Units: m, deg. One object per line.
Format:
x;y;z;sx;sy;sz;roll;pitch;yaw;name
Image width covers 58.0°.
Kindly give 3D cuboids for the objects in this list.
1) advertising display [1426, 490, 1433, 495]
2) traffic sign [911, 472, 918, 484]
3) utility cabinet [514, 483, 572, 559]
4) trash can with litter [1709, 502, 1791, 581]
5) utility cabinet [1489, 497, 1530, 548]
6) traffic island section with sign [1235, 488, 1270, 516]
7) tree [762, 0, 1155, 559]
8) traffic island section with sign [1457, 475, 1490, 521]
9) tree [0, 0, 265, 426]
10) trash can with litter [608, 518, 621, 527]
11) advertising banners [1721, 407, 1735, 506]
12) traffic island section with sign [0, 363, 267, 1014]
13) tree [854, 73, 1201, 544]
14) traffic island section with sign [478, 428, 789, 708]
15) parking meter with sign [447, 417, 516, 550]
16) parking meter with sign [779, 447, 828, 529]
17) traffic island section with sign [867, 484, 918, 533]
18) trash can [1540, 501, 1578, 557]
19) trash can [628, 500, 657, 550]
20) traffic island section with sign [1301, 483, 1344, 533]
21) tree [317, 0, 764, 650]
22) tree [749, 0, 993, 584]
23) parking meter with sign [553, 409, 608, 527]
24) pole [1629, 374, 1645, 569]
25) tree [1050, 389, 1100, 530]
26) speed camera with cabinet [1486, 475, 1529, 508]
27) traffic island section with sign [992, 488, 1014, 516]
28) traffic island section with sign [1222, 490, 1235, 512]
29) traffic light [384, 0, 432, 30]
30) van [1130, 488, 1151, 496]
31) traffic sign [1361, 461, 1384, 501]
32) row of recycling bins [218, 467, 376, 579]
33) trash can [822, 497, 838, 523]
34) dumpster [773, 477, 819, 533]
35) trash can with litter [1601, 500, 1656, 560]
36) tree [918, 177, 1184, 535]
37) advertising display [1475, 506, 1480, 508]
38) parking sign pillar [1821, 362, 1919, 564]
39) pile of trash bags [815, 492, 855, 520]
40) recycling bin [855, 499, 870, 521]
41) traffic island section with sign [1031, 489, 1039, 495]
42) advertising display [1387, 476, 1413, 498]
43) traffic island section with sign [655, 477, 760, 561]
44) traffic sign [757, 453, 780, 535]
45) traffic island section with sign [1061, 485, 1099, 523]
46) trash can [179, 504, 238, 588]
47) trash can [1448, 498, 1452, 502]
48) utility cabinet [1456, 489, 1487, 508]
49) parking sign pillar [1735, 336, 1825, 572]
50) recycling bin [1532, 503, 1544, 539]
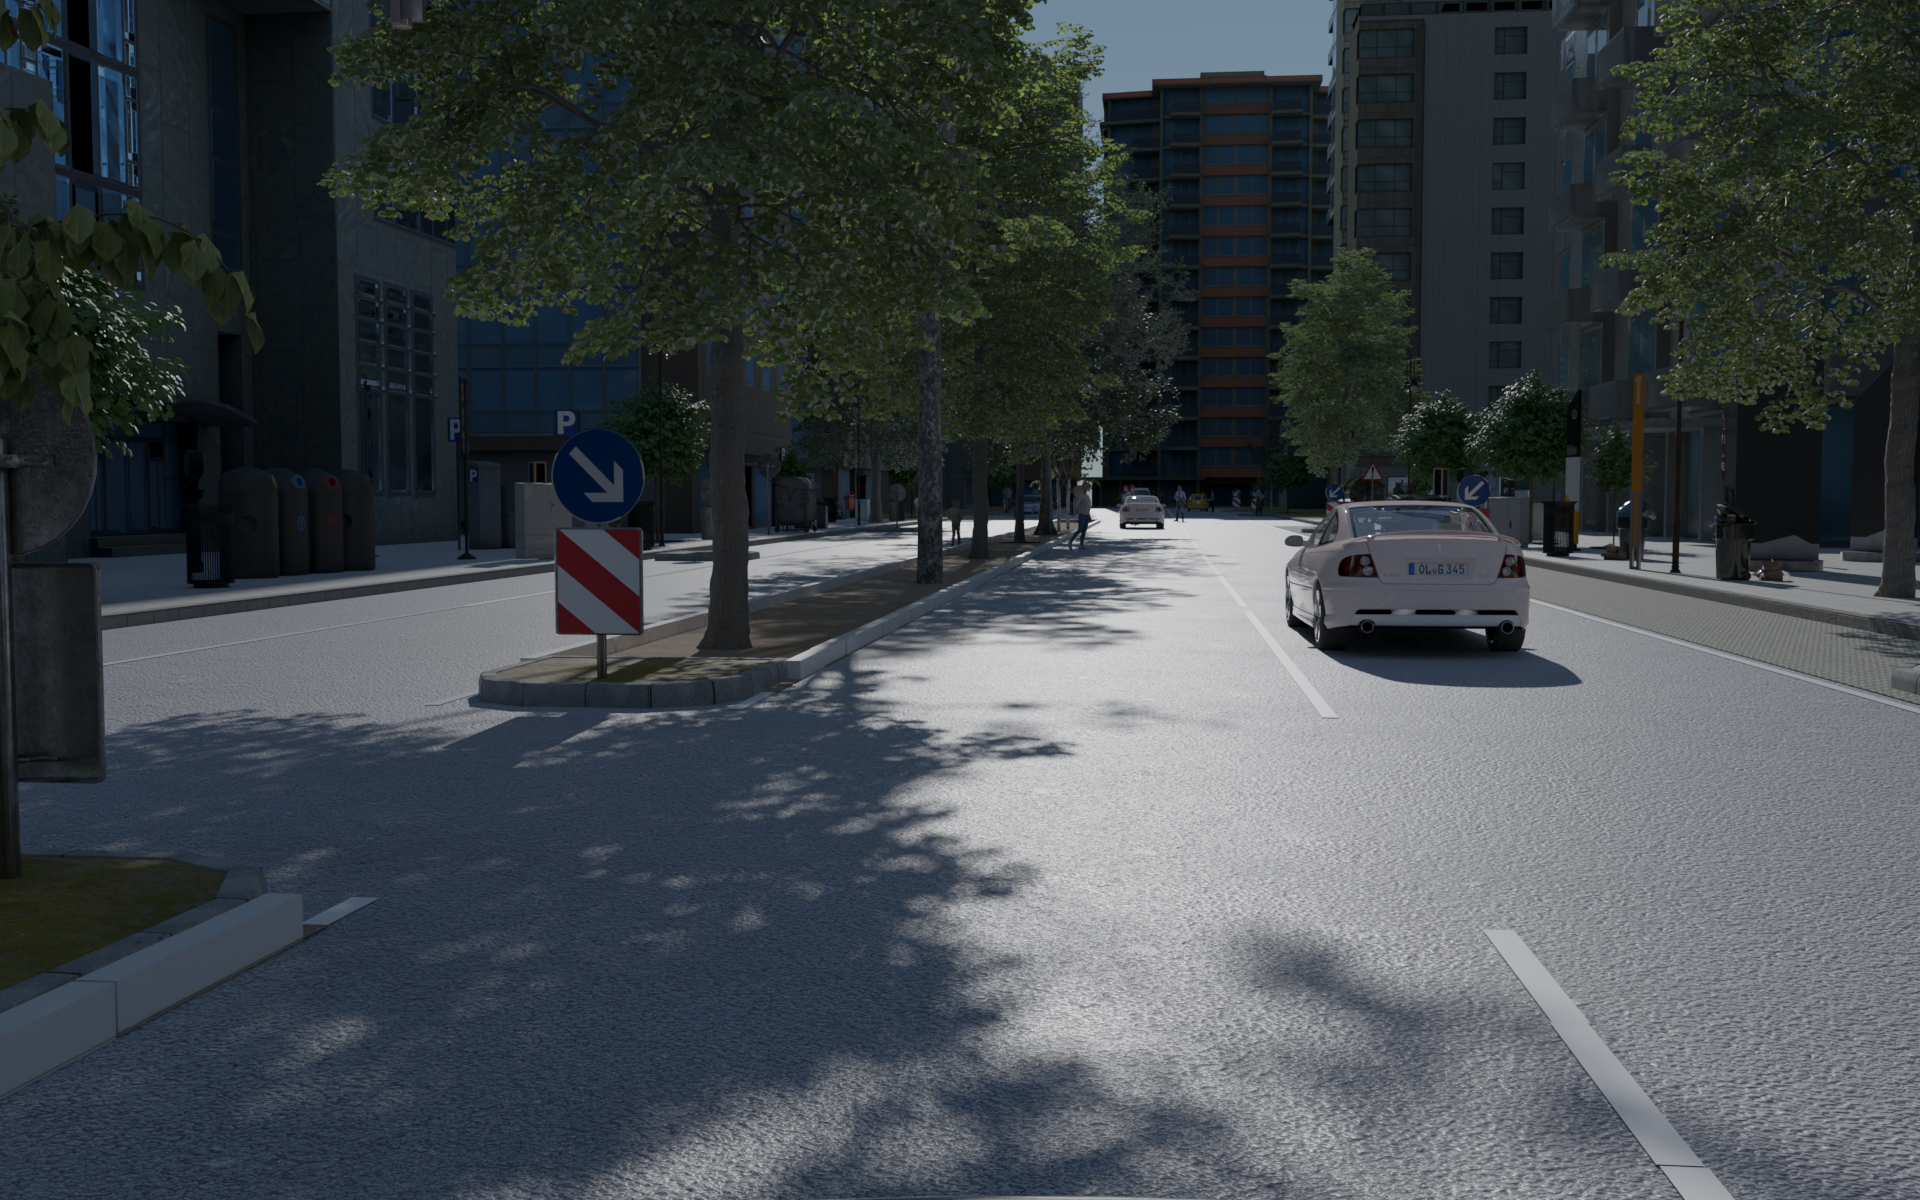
22.598;-4.768;83.164;0.123;1.923;0.974;0;4;-6;advertising display
-2.043;-5.375;87.877;0.884;2.594;0.081;0;4;8;traffic sign
-8.179;-1.553;34.067;0.318;1.500;1.173;3;4;37;utility cabinet
11.785;-0.884;25.846;1.055;1.170;0.624;1;4;10;trash can with litter
13.208;-1.868;41.706;0.306;1.237;1.020;-2;4;-29;utility cabinet
19.176;-6.391;113.113;1.989;1.847;2.006;0;4;6;traffic island section with sign
0.375;-7.194;38.203;7.486;12.596;7.792;0;3;0;tree
10.520;-1.693;36.312;1.989;1.847;2.006;0;4;6;traffic island section with sign
-3.044;-3.104;3.574;4.737;8.622;4.395;0;3;0;tree
-7.946;-1.656;38.463;0.624;1.170;1.055;-2;4;-33;trash can with litter
15.807;-2.410;35.595;0.090;3.025;2.074;2;4;33;advertising banners
-3.255;0.180;5.196;2.006;1.907;1.989;0;4;6;traffic island section with sign
1.742;-8.365;49.588;12.009;13.543;11.850;0;3;0;tree
-2.415;-0.270;12.555;2.006;1.907;1.989;0;4;6;traffic island section with sign
-11.010;-2.686;40.176;0.543;3.016;1.738;2;4;31;parking meter with sign
-5.779;-4.156;64.210;1.738;3.016;0.543;1;4;11;parking meter with sign
-2.381;-3.470;65.357;1.989;1.847;2.006;0;4;6;traffic island section with sign
12.349;-1.473;35.739;0.748;1.137;0.748;0;3;0;trash can
-7.311;-1.717;39.719;0.748;1.137;0.748;0;3;0;trash can
13.607;-3.372;63.759;1.989;1.847;2.006;0;4;6;traffic island section with sign
-2.201;-5.840;16.073;7.486;12.596;7.792;0;3;0;tree
-1.593;-10.376;27.998;12.611;20.169;13.585;0;3;0;tree
-7.931;-2.460;36.490;0.543;3.016;1.738;1;4;11;parking meter with sign
11.528;-2.180;29.478;0.158;3.312;0.155;0;3;0;pole
3.931;-7.057;68.199;4.737;8.622;4.395;0;3;0;tree
26.584;-5.483;83.983;2.038;3.252;0.660;2;4;34;speed camera with cabinet
3.169;-6.486;114.676;1.989;1.847;2.006;0;4;6;traffic island section with sign
22.193;-8.029;139.899;1.989;1.847;2.006;0;4;6;traffic island section with sign
-6.425;-2.360;13.253;4.771;5.953;1.251;0;4;6;traffic light
12.360;-6.853;119.061;2.013;2.044;4.112;0;4;6;van
16.281;-4.181;68.370;0.884;2.594;0.081;1;4;15;traffic sign
-10.609;-1.262;27.748;1.069;1.692;3.534;1;4;13;row of recycling bins
-5.865;-4.068;78.172;0.748;1.137;0.748;0;3;0;trash can
-5.522;-3.206;58.183;1.264;1.857;1.865;0;4;6;dumpster
13.028;-1.371;33.797;1.055;1.170;0.624;-3;4;-37;trash can with litter
3.018;-8.622;60.429;9.611;12.733;9.660;0;3;0;tree
18.619;-3.501;62.452;0.123;1.923;0.974;1;4;8;advertising display
17.637;-2.723;32.986;1.447;3.967;1.447;-1;4;-11;parking sign pillar
-6.535;-4.710;86.764;1.912;1.369;3.447;3;5;41;pile of trash bags
-4.572;-4.342;83.551;0.722;1.027;0.722;2;4;33;recycling bin
6.199;-8.124;141.461;1.989;1.847;2.006;0;4;6;traffic island section with sign
15.786;-3.485;62.196;0.974;1.923;0.123;3;5;43;advertising display
-5.470;-1.797;38.003;1.989;1.847;2.006;0;4;6;traffic island section with sign
-5.993;-3.307;54.178;0.768;2.556;0.104;1;4;10;traffic sign
5.992;-4.837;87.224;2.006;1.907;1.989;0;4;6;traffic island section with sign
-10.276;-0.739;23.731;0.748;1.137;0.748;0;3;0;trash can
17.656;-3.171;63.493;0.748;1.137;0.748;0;3;0;trash can
20.661;-3.746;69.932;1.173;1.500;0.318;3;4;37;utility cabinet
13.732;-2.481;29.043;1.447;3.967;1.447;2;4;26;parking sign pillar
16.214;-2.258;49.478;0.722;1.027;0.722;-3;5;-43;recycling bin
